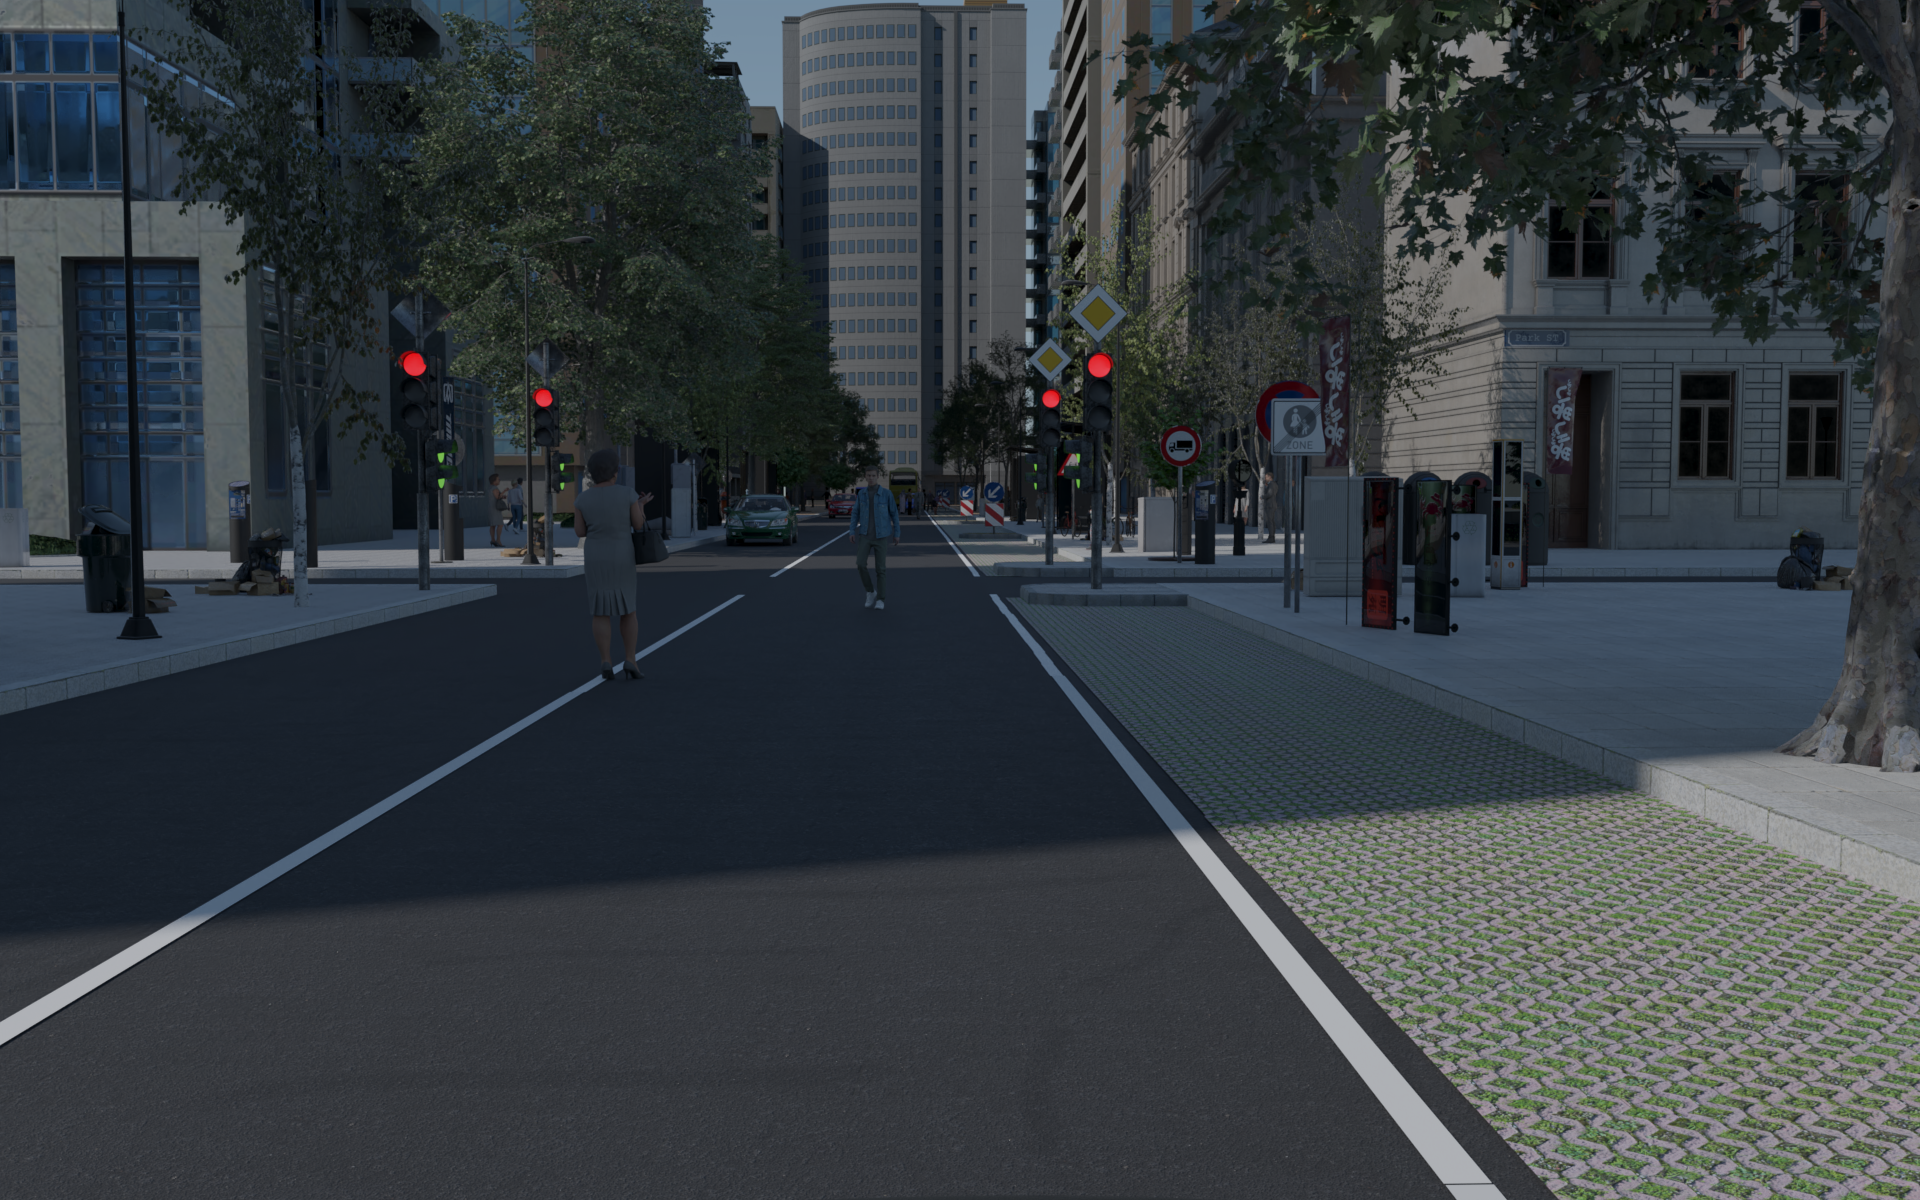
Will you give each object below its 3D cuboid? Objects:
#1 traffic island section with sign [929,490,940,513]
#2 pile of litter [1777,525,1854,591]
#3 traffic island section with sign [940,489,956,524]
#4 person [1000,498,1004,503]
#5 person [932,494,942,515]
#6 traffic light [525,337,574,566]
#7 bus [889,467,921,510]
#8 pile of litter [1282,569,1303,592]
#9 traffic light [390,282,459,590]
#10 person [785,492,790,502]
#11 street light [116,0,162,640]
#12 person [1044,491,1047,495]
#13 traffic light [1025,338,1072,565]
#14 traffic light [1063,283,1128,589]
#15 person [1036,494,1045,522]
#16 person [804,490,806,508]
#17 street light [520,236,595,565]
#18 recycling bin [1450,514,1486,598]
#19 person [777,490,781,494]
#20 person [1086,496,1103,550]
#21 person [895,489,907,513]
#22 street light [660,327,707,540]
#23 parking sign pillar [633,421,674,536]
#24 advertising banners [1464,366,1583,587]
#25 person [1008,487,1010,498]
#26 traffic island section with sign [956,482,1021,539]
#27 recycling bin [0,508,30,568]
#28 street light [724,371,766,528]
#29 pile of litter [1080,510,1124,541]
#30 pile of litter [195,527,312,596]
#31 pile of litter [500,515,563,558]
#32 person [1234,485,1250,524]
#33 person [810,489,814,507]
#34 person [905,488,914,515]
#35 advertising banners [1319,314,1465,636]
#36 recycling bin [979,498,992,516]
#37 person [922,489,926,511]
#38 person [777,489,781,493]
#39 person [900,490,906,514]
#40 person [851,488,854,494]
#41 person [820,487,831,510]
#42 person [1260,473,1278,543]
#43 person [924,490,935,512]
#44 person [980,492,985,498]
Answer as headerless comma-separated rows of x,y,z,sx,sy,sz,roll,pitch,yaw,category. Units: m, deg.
-1.220,-7.631,133.396,1.989,1.847,2.006,0,4,-2,traffic island section with sign
11.812,-0.590,23.605,1.719,0.858,1.176,-2,4,-32,pile of litter
0.190,-4.557,83.138,1.989,1.847,2.006,0,4,-2,traffic island section with sign
3.392,-8.149,139.799,1.217,1.766,0.721,2,4,34,person
-1.560,-6.488,117.819,0.697,1.427,0.421,2,4,27,person
-7.358,-2.573,30.991,0.839,4.253,0.868,0,4,-2,traffic light
-5.081,-10.239,158.959,2.896,3.916,12.252,0,4,-1,bus
4.864,-0.578,23.409,1.176,0.858,1.719,3,5,43,pile of litter
-7.133,-2.085,23.009,0.839,4.253,0.868,0,4,-2,traffic light
-12.858,-7.277,128.289,0.557,1.426,1.065,2,4,29,person
-6.748,-2.610,15.213,1.470,5.913,1.316,0,4,-2,street light
5.406,-6.677,115.154,1.348,1.831,0.705,0,4,5,person
1.600,-2.589,31.258,0.839,4.253,0.868,0,4,-2,traffic light
1.824,-2.101,23.276,0.839,4.253,0.868,0,4,-2,traffic light
3.642,-4.178,78.623,0.475,1.303,0.640,1,4,20,person
-14.393,-9.336,159.598,0.541,1.710,0.530,-2,4,-24,person
-7.273,-3.598,31.362,1.470,5.913,1.316,0,4,-2,street light
6.198,-0.566,21.800,0.722,1.027,0.722,1,4,9,recycling bin
-13.690,-7.568,131.253,0.415,1.643,0.593,0,4,-1,person
3.087,-1.805,39.828,0.394,1.301,0.425,0,4,4,person
-4.370,-7.667,133.936,1.350,1.814,0.705,-1,4,-16,person
-7.685,-4.615,47.994,1.470,5.913,1.316,0,4,-2,street light
-9.420,-3.985,53.631,1.447,3.967,1.447,-1,4,-11,parking sign pillar
7.543,-1.684,23.720,2.074,3.025,0.090,-1,4,-10,advertising banners
3.263,-6.867,118.459,1.348,1.807,0.705,1,4,20,person
0.962,-2.899,56.024,1.989,1.847,2.006,0,4,-2,traffic island section with sign
-16.841,-1.096,30.472,0.722,1.027,0.722,-1,4,-19,recycling bin
-8.173,-5.647,64.875,1.470,5.913,1.316,0,4,-2,street light
3.928,-2.075,47.889,1.176,0.858,1.719,0,4,-3,pile of litter
-9.083,-0.505,22.218,1.719,0.858,1.176,3,5,43,pile of litter
-8.769,-1.312,35.411,1.176,0.858,1.719,-2,4,-26,pile of litter
8.699,-2.859,53.531,0.466,1.731,0.760,0,4,1,person
-14.222,-9.823,166.779,0.705,1.807,1.348,-1,4,-14,person
-3.338,-6.590,116.263,0.705,1.823,1.348,-2,4,-32,person
4.010,-1.237,16.418,0.090,3.025,2.074,-2,4,-25,advertising banners
1.479,-5.315,99.449,0.722,1.027,0.722,0,4,2,recycling bin
-3.105,-8.565,148.172,0.705,1.869,1.348,1,4,17,person
-16.152,-9.014,153.862,0.568,1.767,0.683,-2,4,-27,person
-4.133,-7.114,125.477,0.551,1.740,0.621,1,4,11,person
-7.414,-6.838,120.270,0.705,1.831,1.348,0,4,7,person
-11.057,-8.430,143.501,0.705,1.869,1.348,3,4,37,person
8.088,-2.424,45.480,0.447,1.846,0.655,1,4,23,person
-2.392,-7.996,139.788,0.990,1.755,0.434,-1,4,-8,person
1.988,-9.039,154.375,0.434,1.755,0.990,0,4,-5,person
